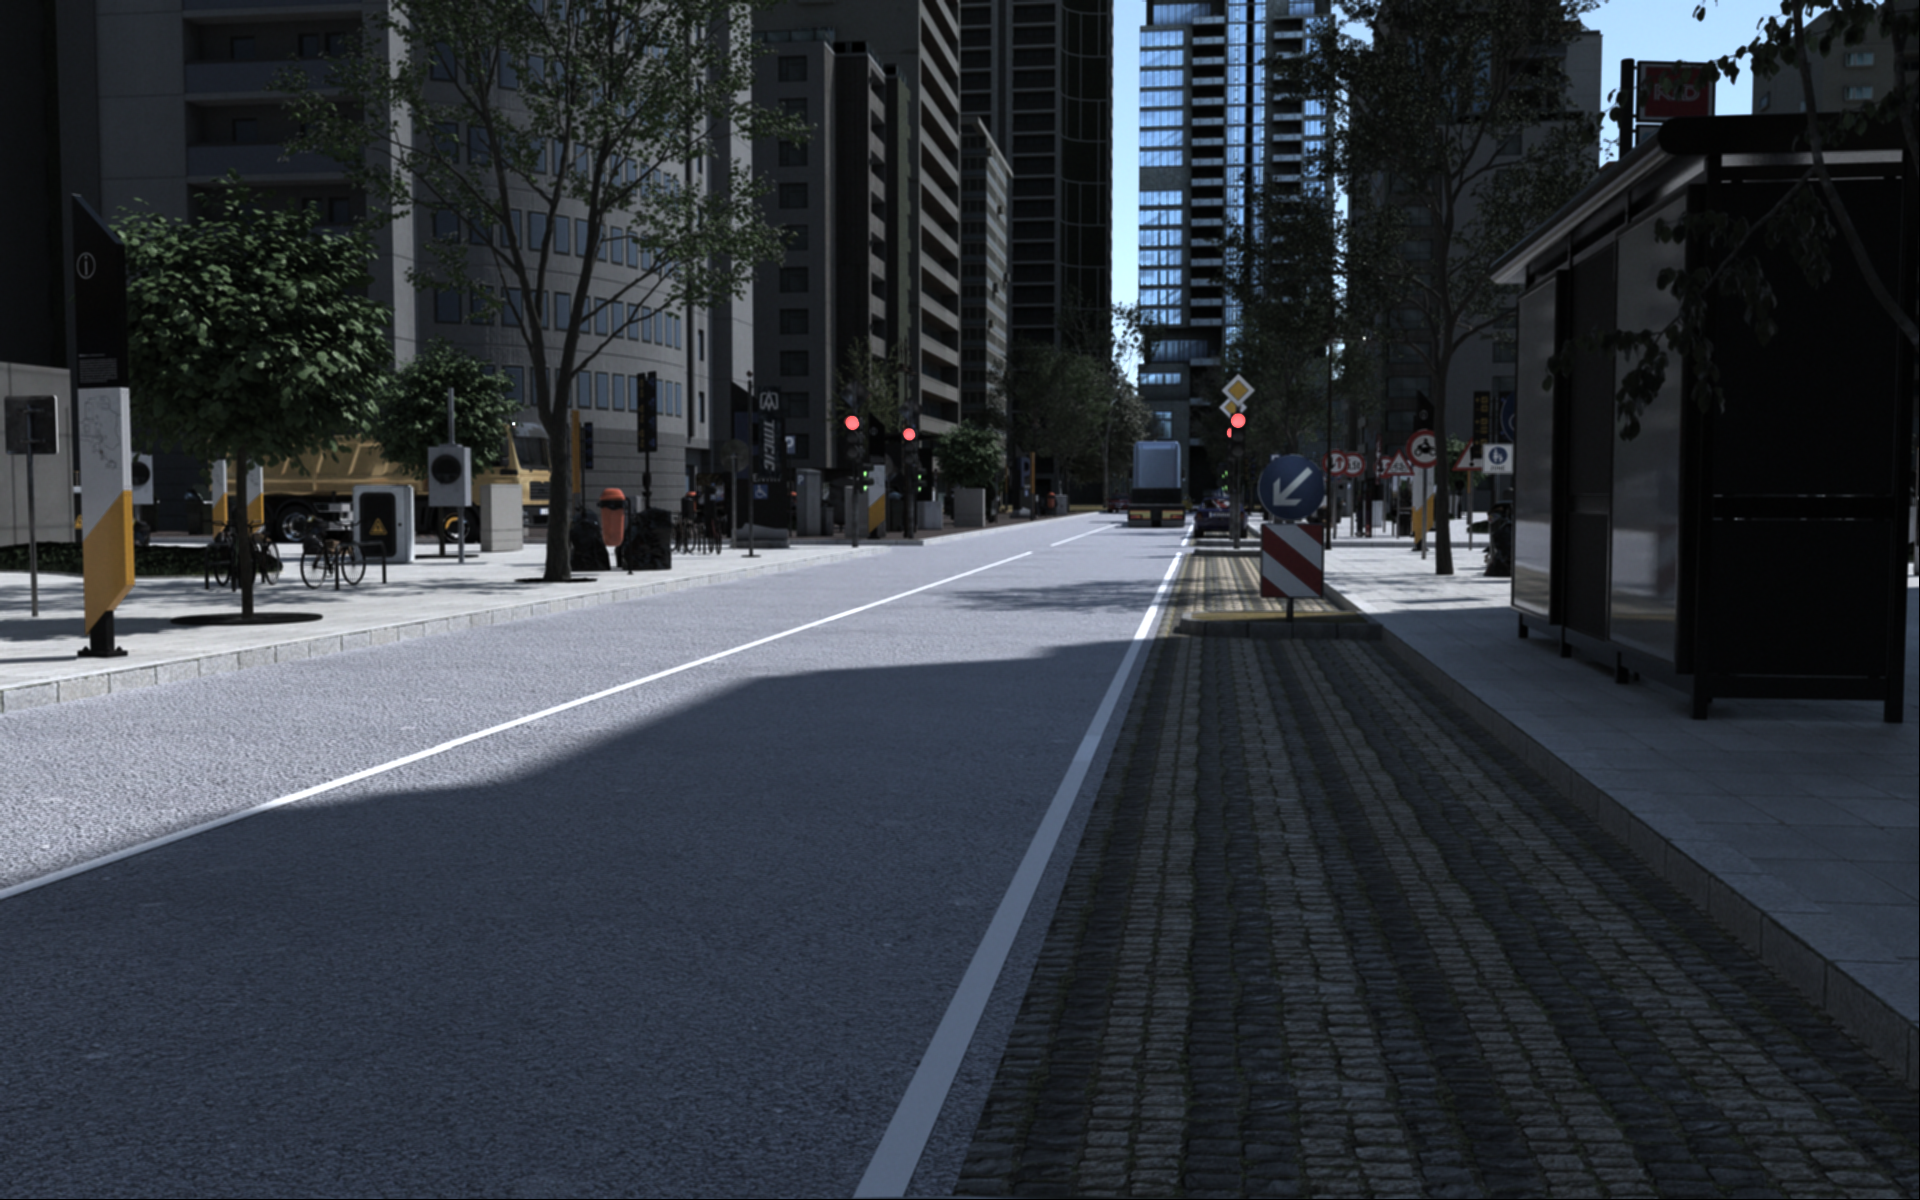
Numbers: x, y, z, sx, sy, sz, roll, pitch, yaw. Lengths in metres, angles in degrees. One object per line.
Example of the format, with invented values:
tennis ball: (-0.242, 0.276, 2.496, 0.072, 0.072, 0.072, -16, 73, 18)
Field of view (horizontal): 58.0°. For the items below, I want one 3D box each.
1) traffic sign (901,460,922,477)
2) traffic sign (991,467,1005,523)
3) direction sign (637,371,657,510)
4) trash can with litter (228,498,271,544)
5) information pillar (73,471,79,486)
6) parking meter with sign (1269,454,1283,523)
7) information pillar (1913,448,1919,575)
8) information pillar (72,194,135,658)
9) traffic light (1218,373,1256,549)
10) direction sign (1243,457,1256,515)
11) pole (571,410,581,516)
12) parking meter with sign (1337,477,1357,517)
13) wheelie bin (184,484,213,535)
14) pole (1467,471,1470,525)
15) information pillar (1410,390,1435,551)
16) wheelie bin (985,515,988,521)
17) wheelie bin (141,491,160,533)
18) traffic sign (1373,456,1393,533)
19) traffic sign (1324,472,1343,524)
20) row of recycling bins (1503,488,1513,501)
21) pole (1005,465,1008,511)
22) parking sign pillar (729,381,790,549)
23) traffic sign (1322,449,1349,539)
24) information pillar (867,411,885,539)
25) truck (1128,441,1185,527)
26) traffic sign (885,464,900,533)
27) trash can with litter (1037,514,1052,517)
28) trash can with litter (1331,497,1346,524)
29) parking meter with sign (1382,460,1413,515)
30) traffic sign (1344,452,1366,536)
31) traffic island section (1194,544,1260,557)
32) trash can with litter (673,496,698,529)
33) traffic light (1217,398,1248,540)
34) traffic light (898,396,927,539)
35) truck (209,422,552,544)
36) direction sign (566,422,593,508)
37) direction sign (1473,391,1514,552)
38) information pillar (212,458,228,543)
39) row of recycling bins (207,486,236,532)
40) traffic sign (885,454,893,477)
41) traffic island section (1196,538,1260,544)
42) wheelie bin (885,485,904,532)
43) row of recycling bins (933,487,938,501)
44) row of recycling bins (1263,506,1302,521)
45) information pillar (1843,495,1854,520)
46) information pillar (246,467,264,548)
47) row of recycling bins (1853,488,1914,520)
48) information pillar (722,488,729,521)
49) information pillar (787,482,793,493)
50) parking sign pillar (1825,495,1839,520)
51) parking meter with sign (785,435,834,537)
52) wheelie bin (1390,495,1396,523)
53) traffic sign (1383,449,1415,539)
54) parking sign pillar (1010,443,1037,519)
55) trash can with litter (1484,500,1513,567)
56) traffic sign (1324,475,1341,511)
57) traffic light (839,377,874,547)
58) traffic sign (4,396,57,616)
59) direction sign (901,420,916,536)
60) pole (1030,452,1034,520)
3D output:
traffic sign: (-1.695, -3.664, 60.010, 0.768, 2.556, 0.104, 1, 4, 17)
traffic sign: (1.596, -4.648, 76.107, 0.768, 2.556, 0.104, 1, 4, 14)
direction sign: (-5.829, -2.466, 32.310, 0.379, 3.537, 0.876, -2, 4, -32)
trash can with litter: (-18.320, -2.035, 44.665, 1.055, 1.170, 0.624, 0, 4, 1)
information pillar: (-28.512, -3.133, 55.711, 0.304, 2.012, 0.304, -1, 4, -15)
parking meter with sign: (13.716, -4.809, 74.893, 0.543, 3.016, 1.738, 0, 4, 5)
information pillar: (15.300, -1.395, 27.303, 0.304, 2.012, 0.304, -1, 4, -15)
information pillar: (-6.711, -1.358, 13.564, 0.504, 3.616, 0.183, 2, 4, 24)
traffic light: (6.460, -3.150, 40.429, 0.839, 4.253, 0.868, 0, 4, 8)
direction sign: (17.619, -6.936, 105.399, 0.876, 3.537, 0.379, 3, 5, 44)
pole: (-9.364, -2.961, 42.251, 0.158, 3.312, 0.155, 0, 3, 0)
parking meter with sign: (21.250, -6.085, 95.752, 0.543, 3.016, 1.738, -3, 5, -39)
wheelie bin: (-23.966, -2.851, 54.527, 0.693, 1.594, 0.980, 1, 4, 15)
pole: (21.277, -4.796, 72.260, 0.158, 3.312, 0.155, 0, 3, 0)
information pillar: (10.455, -2.913, 38.990, 0.504, 3.616, 0.183, -2, 4, -26)
wheelie bin: (0.931, -4.632, 83.637, 0.693, 1.594, 0.980, 1, 4, 23)
wheelie bin: (-27.138, -3.055, 57.861, 0.693, 1.594, 0.980, -1, 4, -19)
traffic sign: (14.127, -3.516, 57.594, 0.768, 2.556, 0.104, 1, 4, 12)
traffic sign: (15.836, -4.486, 73.458, 0.768, 2.556, 0.104, 1, 4, 16)
row of recycling bins: (37.765, -6.670, 116.174, 3.534, 1.692, 1.069, -2, 4, -35)
pole: (3.235, -7.748, 120.524, 0.158, 3.312, 0.155, 0, 3, 0)
parking sign pillar: (-4.790, -3.231, 41.303, 1.447, 3.967, 1.447, -1, 4, -14)
traffic sign: (10.697, -3.014, 49.390, 0.768, 2.556, 0.104, 1, 4, 15)
information pillar: (-2.380, -3.538, 49.193, 0.504, 3.616, 0.183, -1, 4, -21)
truck: (9.378, -5.678, 82.601, 2.967, 4.110, 18.799, 0, 4, 6)
traffic sign: (-2.352, -3.413, 56.984, 0.795, 2.450, 0.064, 1, 4, 9)
trash can with litter: (4.285, -5.289, 97.532, 2.233, 1.210, 1.678, -2, 4, -24)
trash can with litter: (16.387, -3.934, 75.710, 0.624, 1.170, 1.055, 2, 4, 33)
parking meter with sign: (22.214, -5.625, 88.222, 1.738, 3.016, 0.543, -2, 4, -29)
traffic sign: (11.870, -3.197, 52.385, 0.768, 2.556, 0.104, 1, 4, 15)
traffic island section: (6.498, -1.117, 40.537, 2.009, 0.180, 2.903, 0, 4, 8)
trash can with litter: (-10.533, -3.269, 64.512, 2.233, 1.210, 1.678, -3, 5, -41)
traffic light: (7.588, -3.634, 48.334, 0.839, 4.253, 0.868, 0, 4, 8)
traffic light: (-1.385, -3.711, 49.593, 0.839, 4.253, 0.868, 0, 4, 8)
truck: (-15.141, -3.114, 46.835, 9.791, 3.379, 3.469, 1, 4, 8)
direction sign: (-11.925, -3.843, 54.822, 0.876, 3.537, 0.379, 2, 4, 35)
direction sign: (11.737, -2.823, 38.152, 0.876, 3.537, 0.379, 0, 4, 6)
information pillar: (-17.940, -3.092, 41.906, 0.504, 3.616, 0.183, 2, 4, 32)
row of recycling bins: (-25.726, -3.252, 60.280, 1.069, 1.692, 3.534, -2, 4, -35)
traffic sign: (-2.450, -3.252, 53.270, 0.768, 2.556, 0.104, 1, 4, 14)
traffic island section: (7.626, -1.600, 48.442, 2.009, 0.180, 2.903, 0, 4, 8)
wheelie bin: (-2.309, -3.105, 58.679, 0.693, 1.594, 0.980, -3, 5, -44)
row of recycling bins: (-2.276, -5.046, 89.622, 1.069, 1.692, 3.534, -2, 4, -34)
row of recycling bins: (15.511, -4.650, 83.145, 1.069, 1.692, 3.534, -1, 4, -10)
information pillar: (35.673, -3.980, 69.564, 0.304, 2.012, 0.304, 0, 4, 6)
information pillar: (-16.539, -3.001, 40.428, 0.504, 3.616, 0.183, 0, 4, 6)
row of recycling bins: (40.582, -4.219, 76.090, 1.069, 1.692, 3.534, 0, 4, -5)
information pillar: (-9.462, -4.009, 70.035, 0.304, 2.012, 0.304, -2, 4, -24)
information pillar: (-10.046, -5.979, 102.246, 0.304, 2.012, 0.304, -3, 4, -36)
parking sign pillar: (32.568, -4.717, 65.601, 1.447, 3.967, 1.447, 3, 5, 44)
parking meter with sign: (-4.550, -3.426, 52.280, 0.543, 3.016, 1.738, 3, 4, 38)
wheelie bin: (19.293, -4.155, 75.838, 0.980, 1.594, 0.693, 2, 4, 31)
traffic sign: (12.525, -3.026, 49.473, 0.884, 2.594, 0.081, 1, 4, 16)
parking sign pillar: (3.341, -6.297, 91.429, 1.447, 3.967, 1.447, 3, 4, 36)
trash can with litter: (9.386, -1.153, 30.234, 0.624, 1.170, 1.055, 0, 4, 1)
traffic sign: (15.876, -4.542, 74.266, 0.884, 2.594, 0.081, 1, 4, 10)
traffic light: (-2.513, -3.227, 41.688, 0.839, 4.253, 0.868, 0, 4, 8)
traffic sign: (-9.693, -0.976, 18.086, 0.606, 2.300, 0.079, 1, 4, 11)
direction sign: (-1.594, -3.764, 53.533, 0.379, 3.537, 0.876, 2, 4, 27)
pole: (3.517, -5.532, 84.292, 0.158, 3.312, 0.155, 0, 3, 0)
